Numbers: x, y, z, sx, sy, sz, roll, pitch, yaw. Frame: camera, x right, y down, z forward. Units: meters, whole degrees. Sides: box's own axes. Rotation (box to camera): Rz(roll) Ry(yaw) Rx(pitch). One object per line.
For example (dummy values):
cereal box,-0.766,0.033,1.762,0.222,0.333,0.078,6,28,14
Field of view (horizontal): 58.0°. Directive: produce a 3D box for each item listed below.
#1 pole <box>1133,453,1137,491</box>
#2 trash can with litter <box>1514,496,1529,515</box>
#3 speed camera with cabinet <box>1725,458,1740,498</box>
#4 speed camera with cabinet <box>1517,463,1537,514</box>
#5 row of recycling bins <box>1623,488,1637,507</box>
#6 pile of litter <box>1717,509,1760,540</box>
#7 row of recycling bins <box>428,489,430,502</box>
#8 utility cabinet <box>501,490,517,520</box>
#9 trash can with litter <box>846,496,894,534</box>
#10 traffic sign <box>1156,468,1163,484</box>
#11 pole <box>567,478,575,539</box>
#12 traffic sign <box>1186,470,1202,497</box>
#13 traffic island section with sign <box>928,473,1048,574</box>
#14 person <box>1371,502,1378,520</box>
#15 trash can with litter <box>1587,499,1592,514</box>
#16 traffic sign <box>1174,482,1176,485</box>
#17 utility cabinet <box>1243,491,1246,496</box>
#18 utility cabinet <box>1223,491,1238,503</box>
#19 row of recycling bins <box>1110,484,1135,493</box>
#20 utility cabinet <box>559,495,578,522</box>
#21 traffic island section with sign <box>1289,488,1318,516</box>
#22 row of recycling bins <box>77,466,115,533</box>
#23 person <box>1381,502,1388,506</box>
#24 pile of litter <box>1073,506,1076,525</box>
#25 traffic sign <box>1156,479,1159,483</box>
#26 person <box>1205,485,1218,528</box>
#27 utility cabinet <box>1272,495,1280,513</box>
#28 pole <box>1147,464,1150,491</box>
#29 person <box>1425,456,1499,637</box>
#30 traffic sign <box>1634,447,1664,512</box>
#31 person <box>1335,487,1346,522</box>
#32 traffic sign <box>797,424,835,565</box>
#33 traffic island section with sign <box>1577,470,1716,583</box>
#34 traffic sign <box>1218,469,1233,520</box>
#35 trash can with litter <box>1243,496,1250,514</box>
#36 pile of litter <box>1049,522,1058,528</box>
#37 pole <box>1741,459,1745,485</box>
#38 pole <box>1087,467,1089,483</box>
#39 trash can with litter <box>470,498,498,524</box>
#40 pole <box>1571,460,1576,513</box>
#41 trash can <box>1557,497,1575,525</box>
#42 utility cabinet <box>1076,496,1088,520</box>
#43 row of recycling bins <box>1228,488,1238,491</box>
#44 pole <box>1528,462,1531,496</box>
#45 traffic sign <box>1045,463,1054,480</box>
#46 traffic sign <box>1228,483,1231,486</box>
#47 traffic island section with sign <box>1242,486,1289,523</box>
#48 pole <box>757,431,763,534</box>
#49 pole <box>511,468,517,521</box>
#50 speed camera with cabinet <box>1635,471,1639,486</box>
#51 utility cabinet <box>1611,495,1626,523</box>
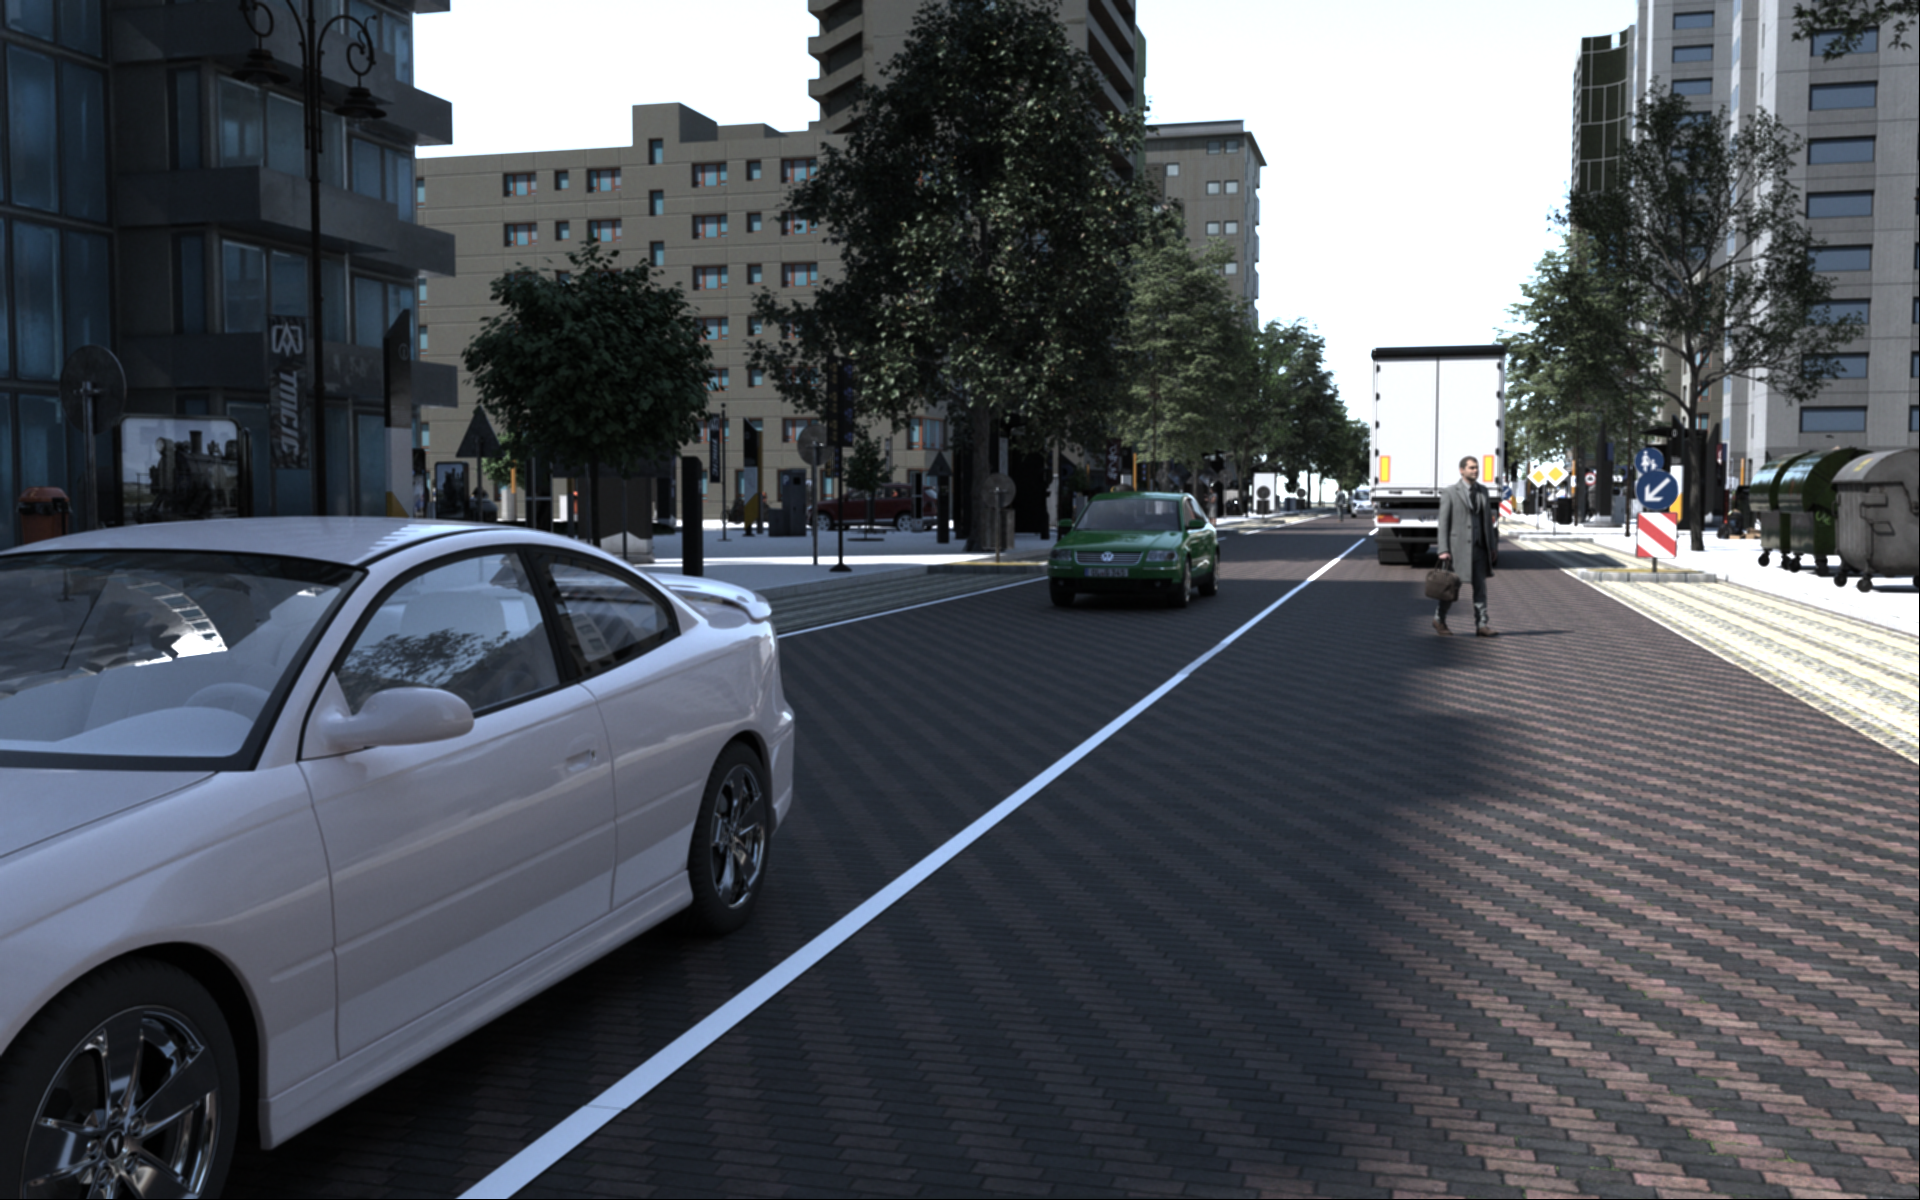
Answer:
pole,8.709,-5.655,86.306,0.158,3.312,0.155,0,3,0
trash can with litter,35.242,-5.930,108.345,1.055,1.170,0.624,0,4,1
speed camera with cabinet,43.197,-6.171,95.234,2.038,3.252,0.660,2,4,33
speed camera with cabinet,36.469,-7.125,110.828,2.038,3.252,0.660,-3,5,-40
row of recycling bins,43.007,-6.362,111.135,1.069,1.692,3.534,2,4,23
pile of litter,22.298,-2.158,49.256,1.719,0.858,1.176,-1,4,-12
row of recycling bins,-43.178,-8.404,144.525,1.069,1.692,3.534,3,4,39
utility cabinet,-21.915,-4.616,84.149,0.318,1.500,1.173,1,4,8
trash can with litter,-2.943,-2.773,56.398,1.678,1.210,2.233,-1,4,-12
traffic sign,9.918,-5.170,84.638,0.768,2.556,0.104,1,4,22
pole,-10.961,-3.356,48.715,0.158,3.312,0.155,0,3,0
traffic sign,12.069,-5.471,89.456,0.884,2.594,0.081,2,4,25
traffic island section with sign,0.621,-1.410,31.674,1.989,1.847,2.006,1,4,15
person,22.578,-5.076,94.081,0.523,1.515,0.503,1,4,12
trash can with litter,40.327,-6.096,111.057,1.055,1.170,0.624,2,4,27
traffic sign,11.959,-5.939,97.203,0.768,2.556,0.104,1,4,19
utility cabinet,18.917,-6.618,116.880,1.173,1.500,0.318,-2,4,-34
utility cabinet,17.230,-6.242,110.734,1.173,1.500,0.318,2,4,24
row of recycling bins,6.636,-3.874,70.445,1.069,1.692,3.534,0,4,3
utility cabinet,-17.478,-4.061,77.553,1.020,1.237,0.306,3,4,36
traffic island section with sign,22.004,-6.287,111.413,1.989,1.847,2.006,1,4,15
row of recycling bins,-12.767,-1.203,26.787,1.069,1.692,3.534,-1,4,-13
person,32.176,-7.482,130.842,0.660,1.820,0.620,-2,4,-26
pile of litter,4.689,-3.648,73.606,1.176,0.858,1.719,0,4,4
traffic sign,10.485,-5.413,89.691,0.795,2.450,0.064,1,4,23
person,9.742,-3.580,67.393,0.532,1.782,0.716,0,4,1
utility cabinet,20.894,-6.406,115.896,1.020,1.237,0.306,-1,4,-11
pole,12.598,-7.463,115.866,0.158,3.312,0.155,0,3,0
person,5.102,-0.541,17.442,0.694,1.812,0.767,-1,4,-19
traffic sign,18.783,-2.885,47.274,0.768,2.556,0.104,1,4,17
person,19.602,-4.936,89.309,0.635,1.810,0.391,-3,5,-41
traffic sign,-2.619,-1.908,31.300,0.768,2.556,0.104,2,4,24
traffic island section with sign,11.364,-1.233,28.795,1.989,1.847,2.006,1,4,15
traffic sign,13.361,-5.331,87.269,0.768,2.556,0.104,1,4,21
trash can with litter,18.378,-6.175,112.347,0.624,1.170,1.055,2,4,29
pile of litter,2.901,-3.117,64.933,1.719,0.858,1.176,1,4,15
pole,44.917,-6.458,99.434,0.158,3.312,0.155,0,3,0
pole,8.678,-7.565,117.537,0.158,3.312,0.155,0,3,0
trash can with litter,-11.654,-1.940,43.114,0.624,1.170,1.055,-3,4,-39
pole,37.183,-6.797,104.966,0.158,3.312,0.155,0,3,0
trash can,25.194,-3.699,72.125,0.748,1.137,0.748,0,3,0
utility cabinet,3.705,-2.550,52.852,0.306,1.237,1.020,1,4,8
row of recycling bins,18.605,-7.020,121.889,1.069,1.692,3.534,-1,4,-17
pole,35.817,-7.048,109.073,0.158,3.312,0.155,0,3,0
traffic sign,3.051,-3.913,63.975,0.884,2.594,0.081,2,4,24
traffic sign,17.512,-7.030,114.945,0.884,2.594,0.081,1,4,16
traffic island section with sign,14.937,-4.675,85.057,1.989,1.847,2.006,1,4,15
pole,-6.450,-3.788,55.775,0.158,3.312,0.155,0,3,0
pole,-18.462,-4.759,71.651,0.158,3.312,0.155,0,3,0
speed camera with cabinet,47.499,-7.658,119.542,0.660,3.252,2.038,-3,4,-38
utility cabinet,29.063,-4.000,76.557,1.020,1.237,0.306,-3,5,-42
